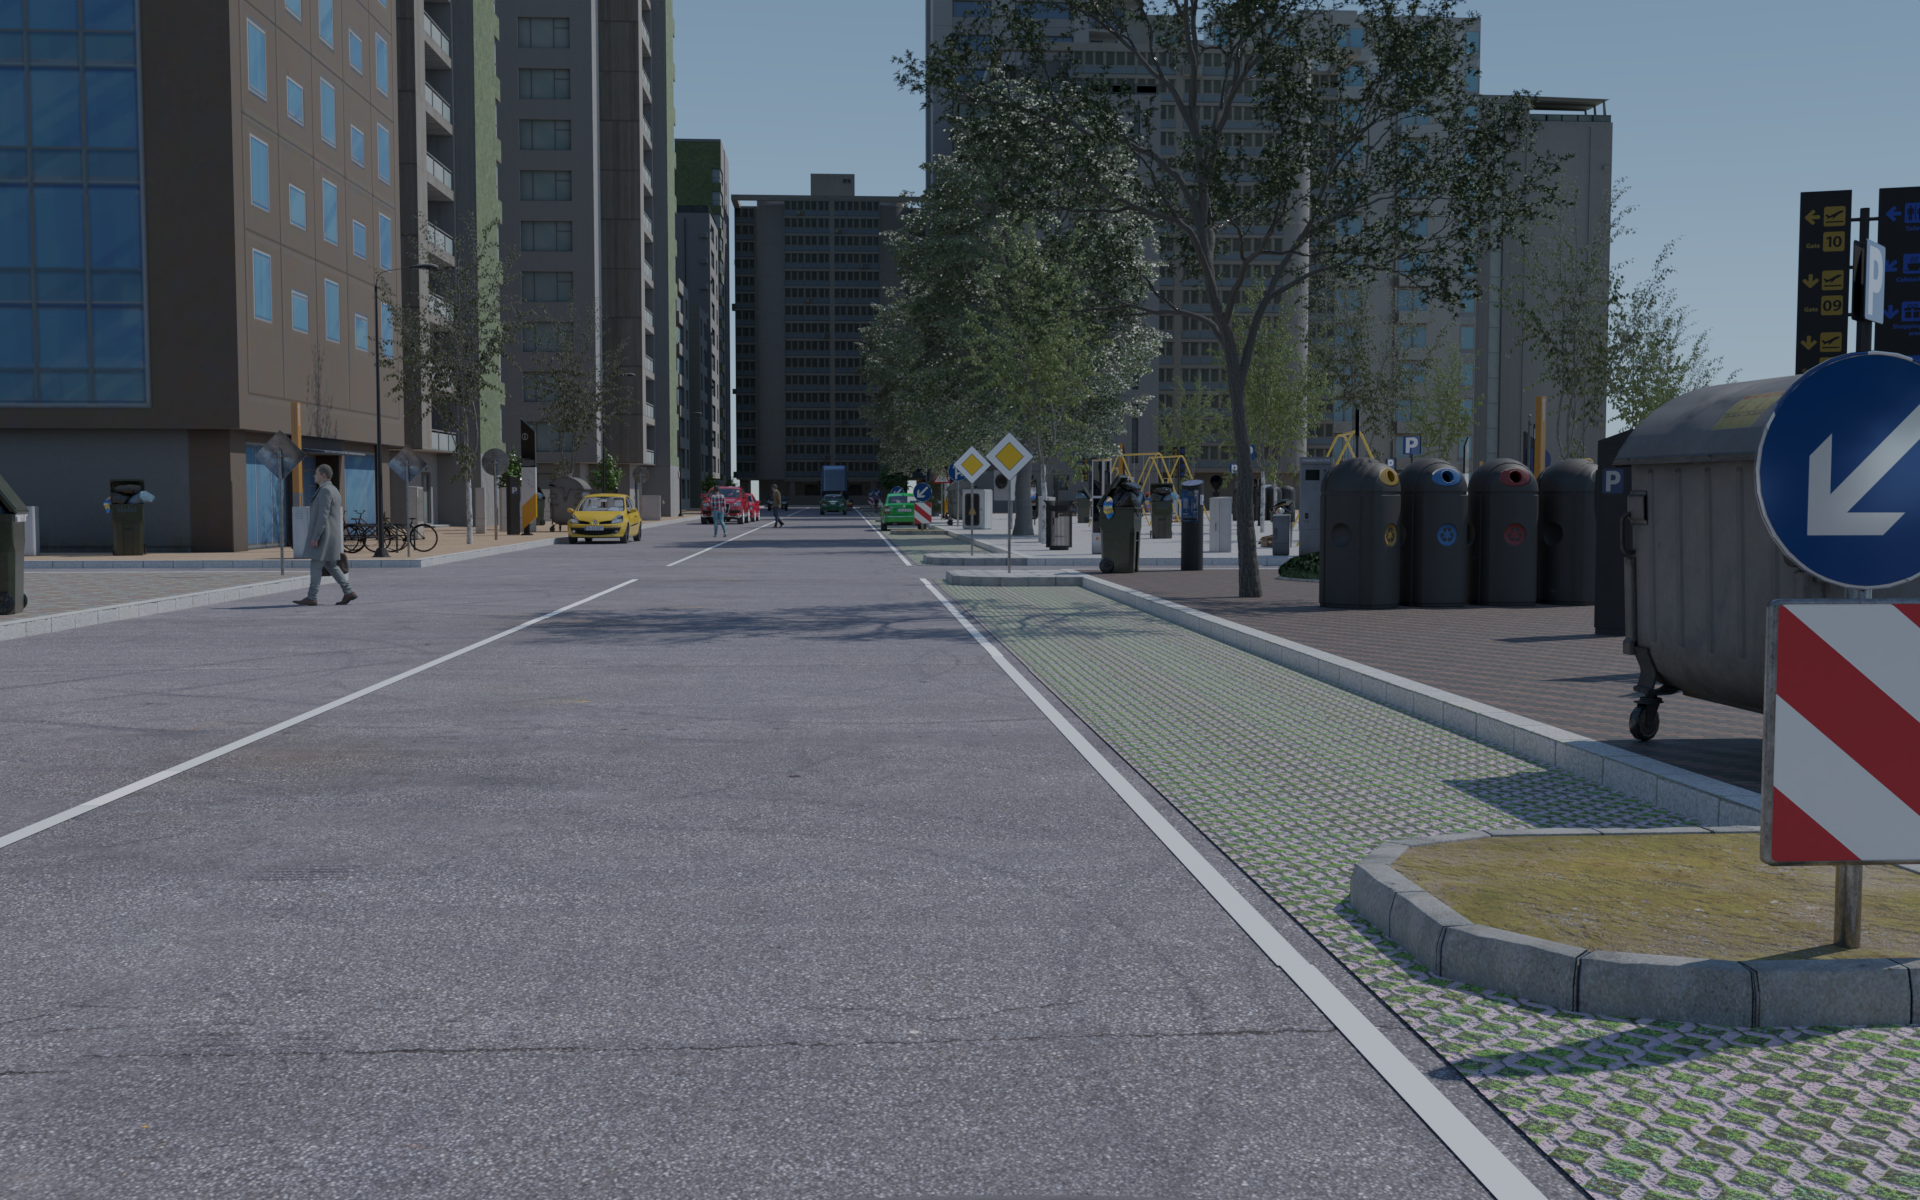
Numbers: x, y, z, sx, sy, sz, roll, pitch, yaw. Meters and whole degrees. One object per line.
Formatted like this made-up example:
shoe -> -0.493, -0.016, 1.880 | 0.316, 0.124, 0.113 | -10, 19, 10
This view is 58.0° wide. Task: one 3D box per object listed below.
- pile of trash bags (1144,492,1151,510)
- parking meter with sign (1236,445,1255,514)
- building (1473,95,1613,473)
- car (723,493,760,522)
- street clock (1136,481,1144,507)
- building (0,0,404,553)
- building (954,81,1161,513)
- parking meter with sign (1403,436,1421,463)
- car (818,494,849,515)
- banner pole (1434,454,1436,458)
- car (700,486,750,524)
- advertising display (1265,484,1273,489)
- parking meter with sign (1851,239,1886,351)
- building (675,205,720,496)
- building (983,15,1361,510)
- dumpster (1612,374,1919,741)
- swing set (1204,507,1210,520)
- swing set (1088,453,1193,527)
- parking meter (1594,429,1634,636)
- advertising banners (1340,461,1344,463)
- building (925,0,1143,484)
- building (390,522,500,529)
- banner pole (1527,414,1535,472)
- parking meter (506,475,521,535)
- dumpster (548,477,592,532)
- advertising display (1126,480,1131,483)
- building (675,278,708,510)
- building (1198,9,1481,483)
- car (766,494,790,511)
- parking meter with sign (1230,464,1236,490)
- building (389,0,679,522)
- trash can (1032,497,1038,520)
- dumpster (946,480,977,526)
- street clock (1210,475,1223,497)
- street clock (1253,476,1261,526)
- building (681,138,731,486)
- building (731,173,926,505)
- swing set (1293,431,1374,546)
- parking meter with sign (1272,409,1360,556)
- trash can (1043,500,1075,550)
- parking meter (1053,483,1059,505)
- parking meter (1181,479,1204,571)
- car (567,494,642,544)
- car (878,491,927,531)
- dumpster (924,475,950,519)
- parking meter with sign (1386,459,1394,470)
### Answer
pile of trash bags -> 10.602, -4.781, 87.928 | 1.912, 1.369, 3.447 | -3, 4, -38
parking meter with sign -> 10.323, -4.032, 62.184 | 0.543, 3.016, 1.738 | 1, 4, 11
building -> 58.184, -30.433, 181.173 | 14.086, 41.232, 14.154 | 0, 4, -4
car -> -11.449, -4.964, 90.199 | 2.155, 1.783, 4.494 | 0, 4, -2
street clock -> 9.821, -5.504, 94.563 | 0.358, 2.002, 0.471 | -2, 4, -31
building -> -22.962, -24.022, 42.873 | 14.600, 45.320, 14.200 | 0, 4, -4
building -> 6.424, -21.621, 125.207 | 14.160, 30.474, 14.107 | 0, 4, -4
parking meter with sign -> 14.128, -3.460, 52.839 | 0.543, 3.016, 1.738 | 3, 5, 39
car -> -8.757, -6.619, 120.024 | 2.131, 1.459, 4.920 | 0, 4, -3
banner pole -> 29.473, -7.242, 108.423 | 0.863, 3.779, 0.401 | 2, 4, 26
car -> -11.307, -4.582, 83.596 | 2.281, 1.827, 5.304 | 0, 4, -2
advertising display -> 19.605, -6.489, 111.308 | 0.974, 1.923, 0.123 | 0, 4, -8
parking meter with sign -> 6.945, -0.937, 11.578 | 1.738, 3.016, 0.543 | 3, 5, 40
building -> -31.554, -24.655, 174.811 | 14.107, 30.474, 14.160 | 0, 4, -4
building -> 14.237, -27.698, 144.746 | 32.217, 40.220, 23.993 | 0, 4, -4
dumpster -> 4.111, -0.155, 8.288 | 1.264, 1.857, 1.865 | 0, 4, -4
swing set -> 8.528, -4.516, 71.455 | 2.862, 2.851, 3.119 | -1, 4, -19
swing set -> 6.948, -4.229, 66.763 | 2.862, 2.851, 3.119 | -2, 4, -26
parking meter -> 5.998, -0.614, 15.754 | 0.255, 1.863, 0.399 | -2, 4, -31
advertising banners -> 20.375, -5.772, 90.568 | 0.090, 3.025, 2.074 | -1, 4, -18
building -> 7.098, -38.398, 169.813 | 21.231, 58.520, 28.212 | 0, 4, -4
building -> -25.763, -23.325, 64.960 | 14.154, 41.232, 14.086 | 0, 4, -4
banner pole -> 18.000, -3.931, 54.291 | 0.401, 3.779, 0.863 | -2, 4, -31
parking meter -> -13.991, -2.970, 54.275 | 0.399, 1.863, 0.255 | -3, 4, -37
dumpster -> -13.339, -3.268, 59.188 | 1.264, 1.857, 1.865 | 0, 4, -4
advertising display -> 7.625, -4.538, 79.402 | 0.123, 1.923, 0.974 | -1, 4, -18
building -> -37.230, -18.786, 152.192 | 27.650, 21.520, 28.899 | 0, 4, -4
building -> 36.075, -33.953, 174.746 | 30.456, 49.044, 23.786 | 0, 4, -4
car -> -15.581, -8.457, 148.050 | 2.009, 1.686, 4.222 | 0, 4, -6
parking meter with sign -> 16.318, -6.383, 100.623 | 0.543, 3.016, 1.738 | -1, 4, -19
building -> -23.083, -25.078, 93.614 | 14.154, 41.232, 14.086 | 0, 4, -4
trash can -> 3.645, -4.634, 87.422 | 0.748, 1.137, 0.748 | 0, 3, 0
dumpster -> 0.098, -3.982, 70.860 | 1.264, 1.857, 1.865 | 0, 4, -4
street clock -> 9.653, -3.713, 65.280 | 0.471, 2.002, 0.358 | 0, 4, 7
street clock -> 12.001, -3.951, 69.168 | 0.358, 2.002, 0.471 | 0, 4, -2
building -> -34.152, -31.710, 202.058 | 14.086, 41.232, 14.154 | 0, 4, -4
building -> -15.608, -31.856, 212.723 | 23.993, 40.220, 32.217 | 0, 4, -4
swing set -> 9.815, -2.824, 43.791 | 2.862, 2.851, 3.119 | 0, 4, 5
parking meter with sign -> 7.367, -2.422, 35.861 | 1.738, 3.016, 0.543 | 1, 4, 14
trash can -> 2.268, -1.713, 39.655 | 0.748, 1.137, 0.748 | 0, 3, 0
parking meter -> 5.148, -5.353, 93.239 | 0.255, 1.863, 0.399 | -1, 4, -8
parking meter -> 3.901, -1.265, 29.089 | 0.372, 1.533, 0.369 | 0, 3, 0
car -> -10.495, -2.508, 51.235 | 2.015, 1.641, 3.980 | 0, 4, -2
car -> -2.256, -3.646, 68.405 | 1.959, 1.807, 4.718 | 0, 4, -3
dumpster -> -1.262, -5.278, 88.790 | 1.502, 2.255, 1.985 | 0, 4, -4
parking meter with sign -> 20.855, -5.531, 86.699 | 0.543, 3.016, 1.738 | -3, 4, -36
